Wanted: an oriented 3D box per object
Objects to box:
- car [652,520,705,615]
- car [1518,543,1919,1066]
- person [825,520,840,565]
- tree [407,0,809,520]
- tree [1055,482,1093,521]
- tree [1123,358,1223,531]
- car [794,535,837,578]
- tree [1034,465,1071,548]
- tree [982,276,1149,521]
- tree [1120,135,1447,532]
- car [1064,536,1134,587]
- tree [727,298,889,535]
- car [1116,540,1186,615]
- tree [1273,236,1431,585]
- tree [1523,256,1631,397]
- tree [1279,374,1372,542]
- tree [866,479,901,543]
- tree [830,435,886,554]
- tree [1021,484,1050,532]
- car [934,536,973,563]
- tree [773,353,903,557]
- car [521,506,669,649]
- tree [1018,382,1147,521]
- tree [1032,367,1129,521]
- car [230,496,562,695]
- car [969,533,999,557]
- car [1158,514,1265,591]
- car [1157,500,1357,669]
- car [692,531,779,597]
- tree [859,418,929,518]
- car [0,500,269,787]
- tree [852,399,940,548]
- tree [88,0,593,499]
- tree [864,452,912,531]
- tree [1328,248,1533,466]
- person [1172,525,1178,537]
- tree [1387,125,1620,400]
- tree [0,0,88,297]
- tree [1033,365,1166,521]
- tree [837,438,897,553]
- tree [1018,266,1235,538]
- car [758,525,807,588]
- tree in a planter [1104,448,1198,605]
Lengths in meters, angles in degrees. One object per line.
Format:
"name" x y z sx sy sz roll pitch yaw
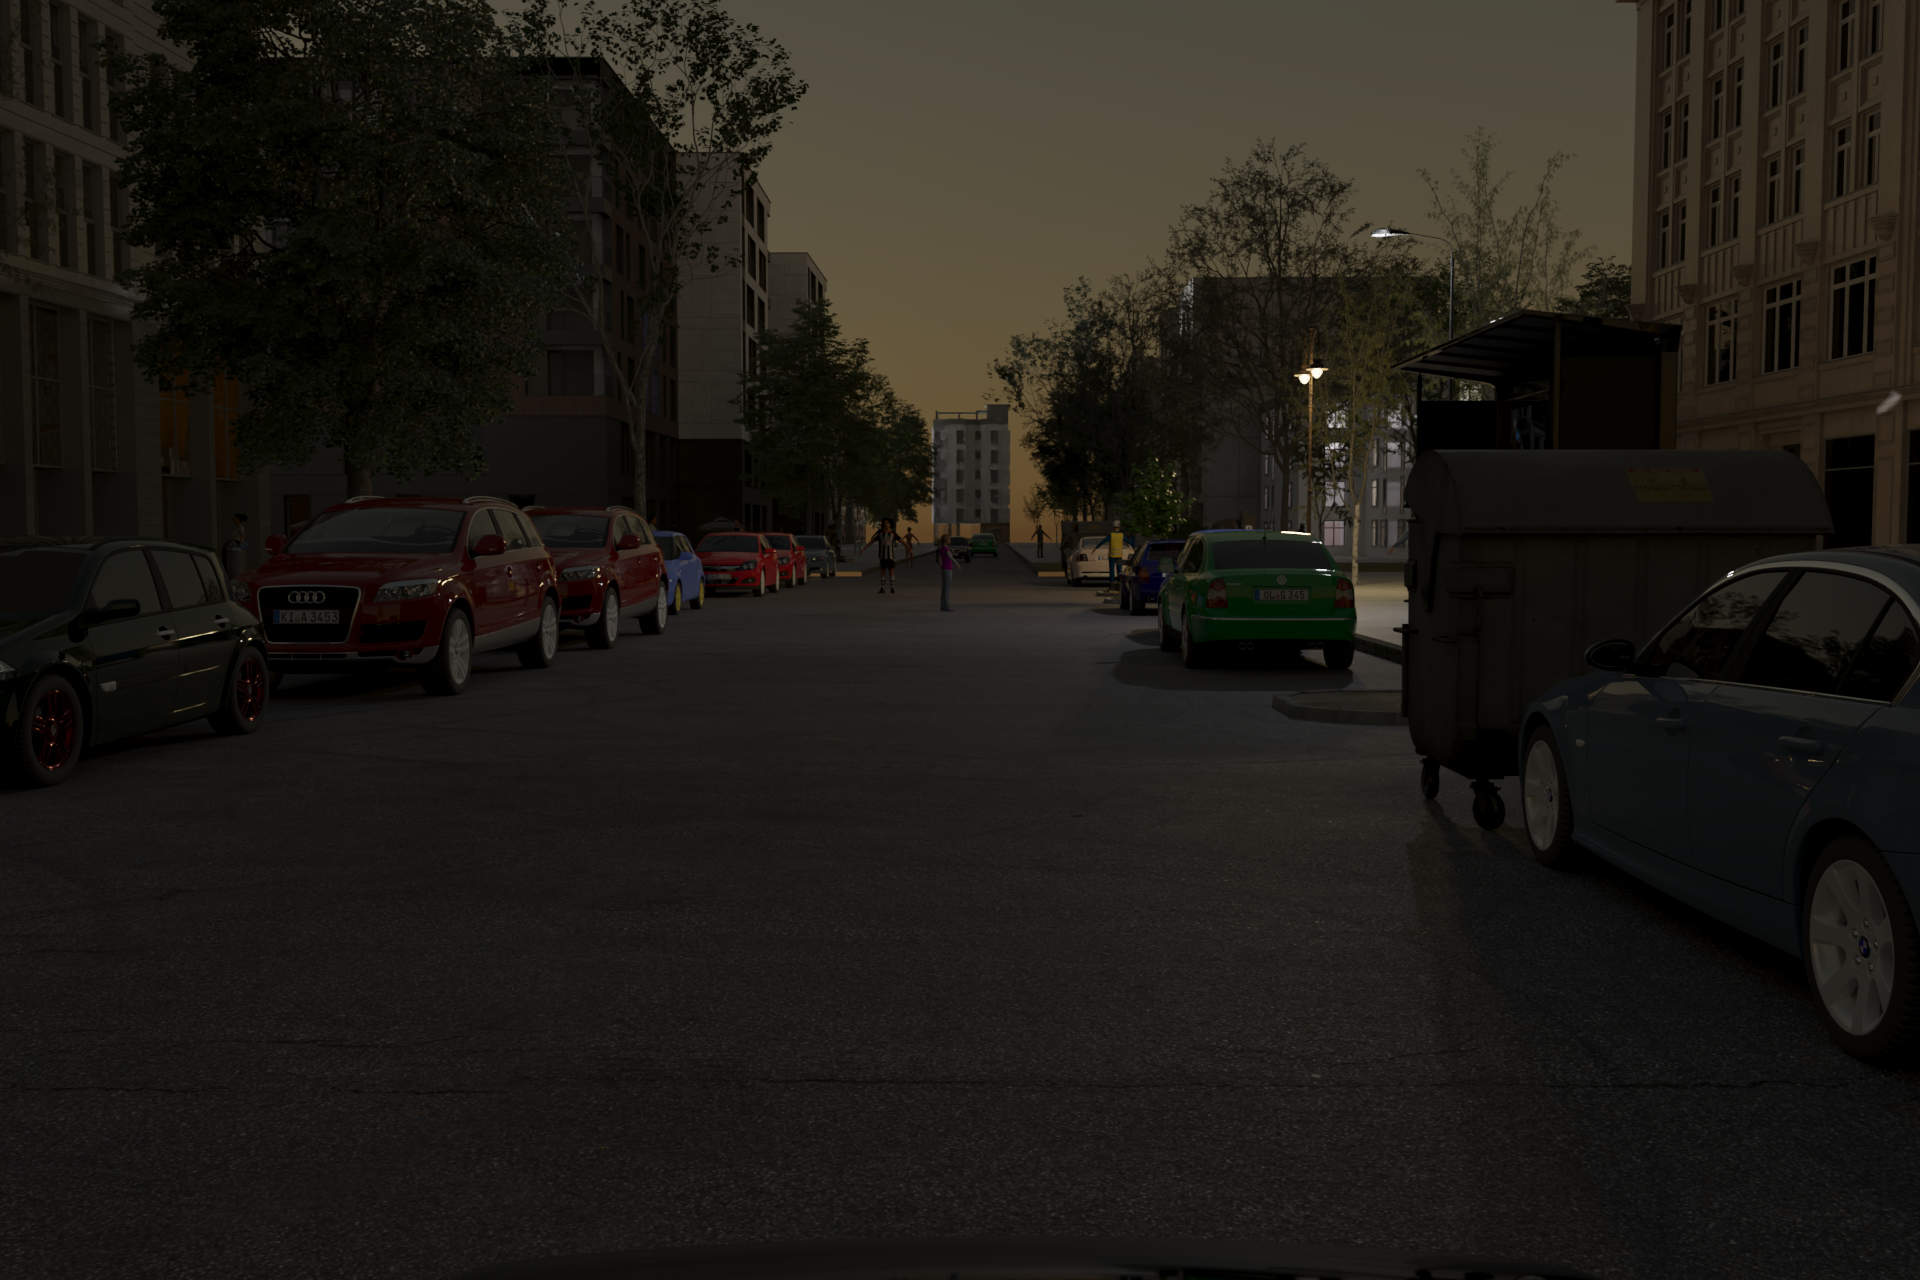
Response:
"car" -5.781 -1.356 31.769 1.945 1.707 3.694 0 4 1
"car" 3.318 0.371 5.933 2.014 1.417 4.499 0 4 2
"person" -5.184 -3.949 70.330 0.705 1.858 1.354 1 4 14
"tree" -11.785 -12.367 58.097 12.611 20.169 13.585 0 3 0
"tree" 9.412 -12.173 149.386 4.737 8.622 4.395 0 3 0
"tree" 9.275 -7.434 71.907 4.360 8.622 3.978 0 3 0
"car" -5.097 -2.778 57.427 2.014 1.417 4.499 0 4 1
"tree" 8.961 -12.855 160.547 4.737 8.622 4.395 0 3 0
"tree" 7.990 -16.758 129.878 12.611 20.169 13.585 0 3 0
"tree" 10.023 -8.741 53.287 12.009 13.543 11.850 0 3 0
"car" 3.966 -2.196 48.261 2.083 1.381 4.827 0 4 1
"tree" -7.264 -10.093 83.151 7.486 12.596 7.792 0 3 0
"car" 3.883 -1.179 31.849 1.945 1.354 3.894 0 4 1
"tree" 9.838 -5.656 42.831 4.360 8.622 3.978 0 3 0
"tree" 29.223 -10.417 76.981 9.857 13.997 8.962 0 3 0
"tree" 15.045 -7.434 71.916 4.737 8.622 4.395 0 3 0
"tree" -11.549 -20.594 254.836 7.486 12.596 7.792 0 3 0
"tree" -6.772 -9.850 111.406 4.360 8.622 3.978 0 3 0
"tree" 11.189 -18.538 253.459 4.737 8.622 4.395 0 3 0
"car" -0.322 -4.592 87.663 1.945 1.354 3.894 0 4 1
"tree" -6.996 -10.543 98.138 9.928 11.665 9.643 0 3 0
"car" -5.293 -0.894 23.297 2.281 1.827 5.304 0 4 2
"tree" 7.950 -10.303 102.862 8.767 10.594 7.601 -1 4 -21
"tree" 8.496 -12.162 116.976 7.486 12.596 7.792 0 3 0
"car" -5.423 -0.514 17.083 2.281 1.827 5.304 0 4 1
"car" 1.453 -6.076 108.139 1.959 1.807 4.718 0 4 1
"car" 3.824 -0.916 24.566 1.945 1.707 3.694 0 4 0
"car" 3.299 -0.673 19.794 1.959 1.807 4.718 0 4 1
"car" -5.348 -1.942 40.791 2.155 1.783 4.494 0 4 1
"tree" -6.324 -14.020 154.987 9.928 11.665 9.643 0 3 0
"car" -5.951 -0.077 11.044 2.009 1.686 4.222 0 4 1
"tree" -6.330 -15.771 164.509 9.857 13.997 8.962 0 3 0
"tree" -11.456 -7.725 32.960 9.857 13.997 8.962 0 3 0
"tree" -6.311 -12.046 147.311 4.737 8.622 4.395 0 3 0
"tree" 17.276 -8.426 63.519 9.928 11.665 9.643 0 3 0
"person" 9.560 -4.325 76.898 1.347 1.806 0.705 2 4 24
"tree" 10.053 -4.977 31.734 4.360 8.622 3.978 0 3 0
"tree" -11.622 -4.076 17.009 4.360 8.622 3.978 0 3 0
"tree" 7.602 -9.641 92.043 8.767 10.594 7.601 1 4 21
"tree" -6.724 -10.314 119.002 4.737 8.622 4.395 0 3 0
"tree" 7.717 -10.368 79.879 12.009 13.543 11.850 0 3 0
"car" -5.253 -2.339 47.282 2.155 1.783 4.494 0 4 1
"tree in a planter" 4.016 -2.374 36.034 1.991 3.239 1.994 0 4 2
